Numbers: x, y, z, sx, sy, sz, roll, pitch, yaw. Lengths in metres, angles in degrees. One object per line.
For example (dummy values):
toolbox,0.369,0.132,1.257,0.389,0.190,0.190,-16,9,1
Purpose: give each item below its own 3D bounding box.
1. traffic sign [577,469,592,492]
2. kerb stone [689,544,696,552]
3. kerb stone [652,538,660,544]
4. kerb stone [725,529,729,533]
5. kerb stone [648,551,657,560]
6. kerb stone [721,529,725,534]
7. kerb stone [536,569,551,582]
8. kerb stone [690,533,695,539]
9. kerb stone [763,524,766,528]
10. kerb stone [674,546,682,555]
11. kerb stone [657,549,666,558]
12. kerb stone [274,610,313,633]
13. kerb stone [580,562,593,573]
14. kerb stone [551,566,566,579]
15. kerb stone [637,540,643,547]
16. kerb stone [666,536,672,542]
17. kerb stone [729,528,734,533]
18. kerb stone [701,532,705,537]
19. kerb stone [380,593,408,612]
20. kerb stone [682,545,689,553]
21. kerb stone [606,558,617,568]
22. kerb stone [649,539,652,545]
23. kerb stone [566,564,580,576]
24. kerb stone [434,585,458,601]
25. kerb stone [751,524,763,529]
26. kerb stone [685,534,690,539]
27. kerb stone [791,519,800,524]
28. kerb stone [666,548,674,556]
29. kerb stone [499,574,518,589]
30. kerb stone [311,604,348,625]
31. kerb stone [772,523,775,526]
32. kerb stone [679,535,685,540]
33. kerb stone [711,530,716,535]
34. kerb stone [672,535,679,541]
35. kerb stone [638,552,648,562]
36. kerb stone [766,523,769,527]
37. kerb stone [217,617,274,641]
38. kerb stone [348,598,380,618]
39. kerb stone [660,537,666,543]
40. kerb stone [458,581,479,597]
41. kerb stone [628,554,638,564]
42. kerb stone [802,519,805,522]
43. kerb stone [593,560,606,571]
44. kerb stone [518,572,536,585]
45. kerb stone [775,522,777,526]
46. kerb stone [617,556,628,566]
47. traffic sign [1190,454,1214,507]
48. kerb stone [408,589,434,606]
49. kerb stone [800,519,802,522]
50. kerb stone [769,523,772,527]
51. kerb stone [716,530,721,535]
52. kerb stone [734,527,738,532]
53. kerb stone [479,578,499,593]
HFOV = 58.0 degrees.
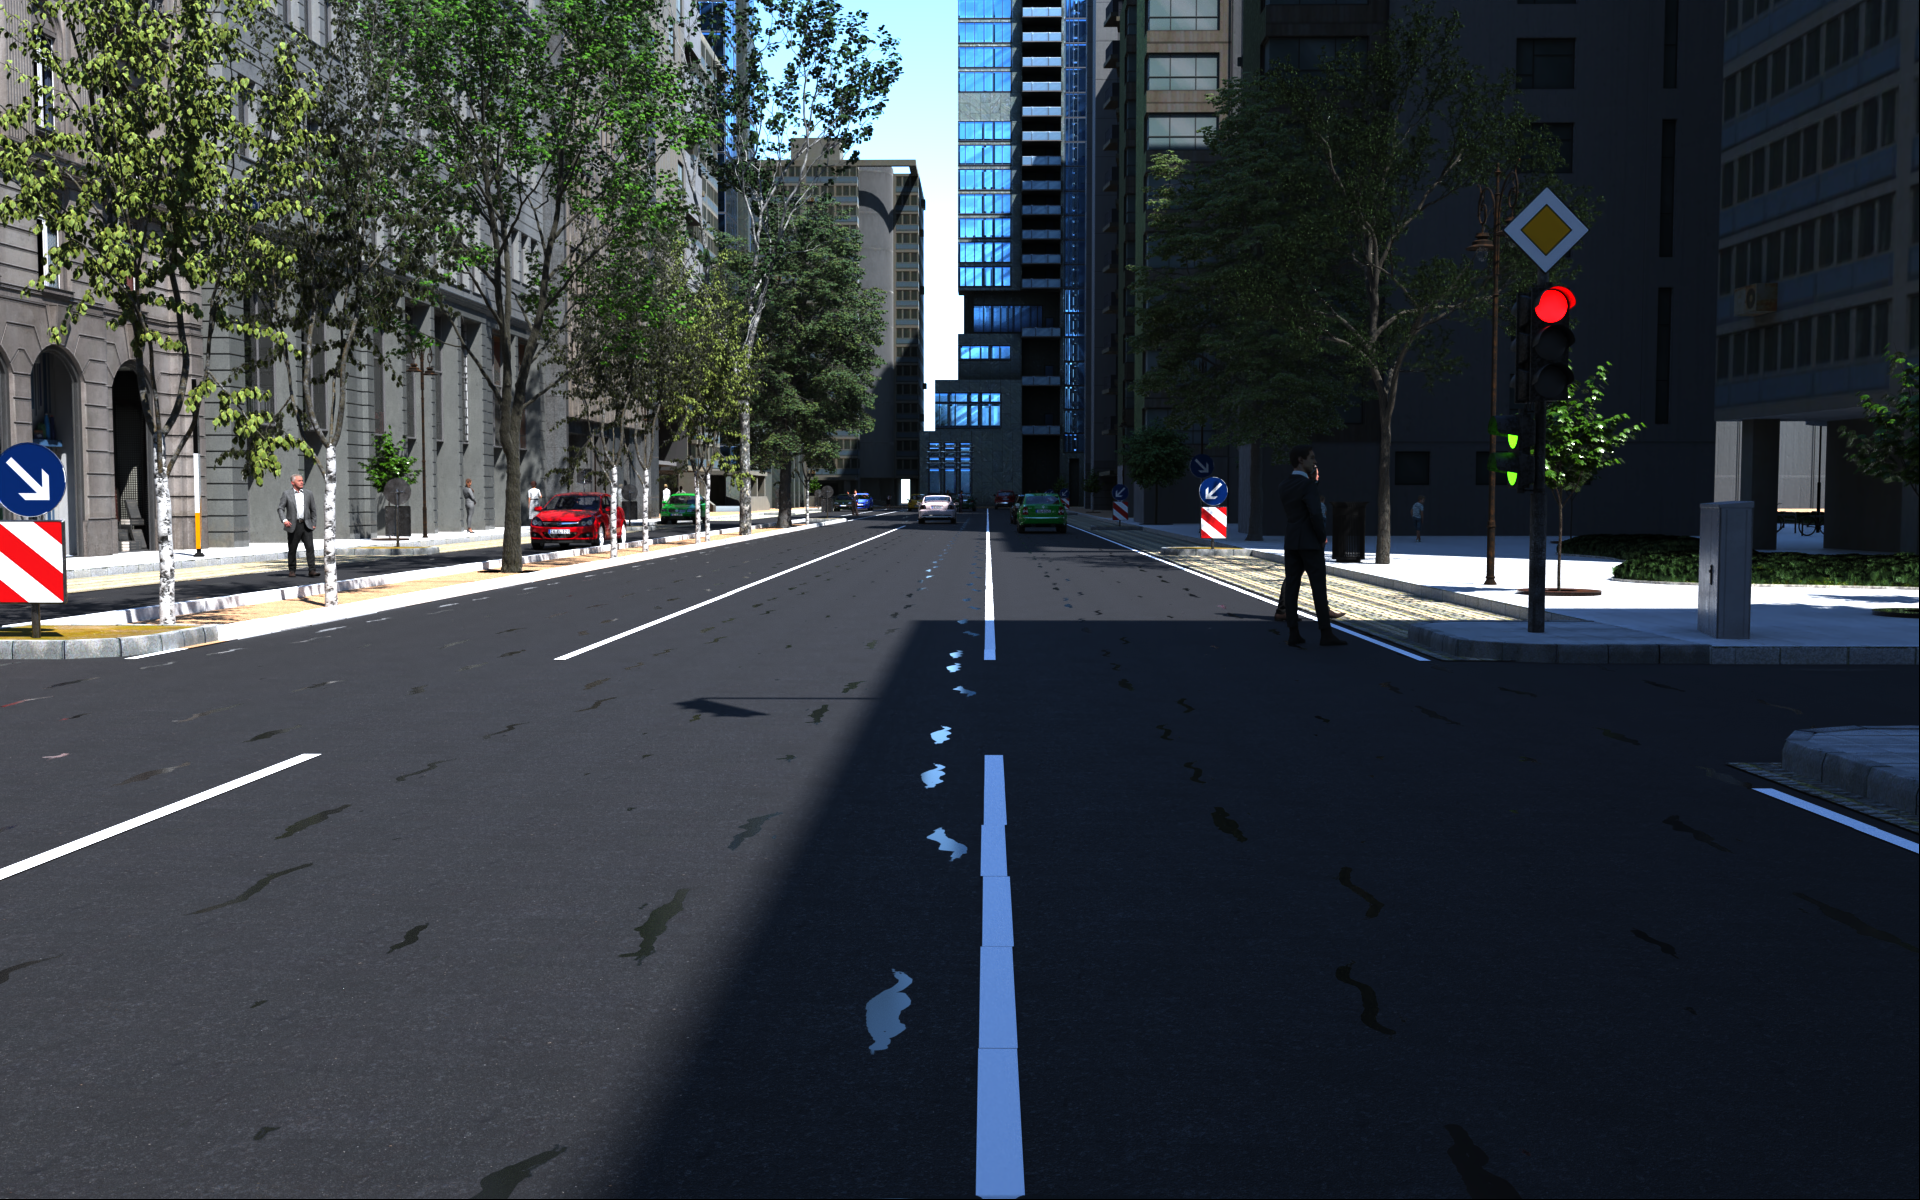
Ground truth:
traffic sign,-15.030,-4.110,69.325,0.606,2.300,0.079,0,4,4
kerb stone,-6.758,-1.272,42.985,0.120,0.150,1.000,0,4,1
kerb stone,-8.758,-1.647,49.171,0.120,0.150,1.000,0,4,1
kerb stone,-8.554,-2.465,62.515,0.120,0.150,1.000,0,4,1
kerb stone,-6.837,-0.955,37.856,0.120,0.150,1.000,0,4,1
kerb stone,-8.566,-2.403,61.488,0.120,0.150,1.000,0,4,1
kerb stone,-6.987,-0.389,28.639,0.120,0.150,1.000,0,4,1
kerb stone,-8.662,-2.026,55.345,0.120,0.150,1.000,0,4,1
kerb stone,-8.389,-3.090,72.755,0.120,0.150,1.000,0,4,1
kerb stone,-6.790,-1.146,40.940,0.120,0.150,1.000,0,4,1
kerb stone,-6.818,-1.021,38.886,0.120,0.150,1.000,0,4,1
kerb stone,-7.144,0.242,18.364,0.120,0.150,1.000,0,4,1
kerb stone,-6.938,-0.582,31.718,0.120,0.150,1.000,0,4,1
kerb stone,-6.967,-0.457,29.672,0.120,0.150,1.000,0,4,1
kerb stone,-8.792,-1.521,47.122,0.120,0.150,1.000,0,4,1
kerb stone,-8.732,-1.776,51.238,0.120,0.150,1.000,0,4,1
kerb stone,-8.533,-2.529,63.545,0.120,0.150,1.000,0,4,1
kerb stone,-8.629,-2.153,57.390,0.120,0.150,1.000,0,4,1
kerb stone,-7.096,0.046,21.449,0.120,0.150,1.000,0,4,1
kerb stone,-6.771,-1.208,41.963,0.120,0.150,1.000,0,4,1
kerb stone,-6.904,-0.701,33.763,0.120,0.150,1.000,0,4,1
kerb stone,-8.783,-1.587,48.149,0.120,0.150,1.000,0,4,1
kerb stone,-6.957,-0.517,30.696,0.120,0.150,1.000,0,4,1
kerb stone,-7.066,-0.079,23.502,0.120,0.150,1.000,0,4,1
kerb stone,-8.406,-3.030,71.733,0.120,0.150,1.000,0,4,1
kerb stone,-8.678,-1.965,54.317,0.120,0.150,1.000,0,4,1
kerb stone,-8.179,-3.905,86.079,0.120,0.150,1.000,0,4,1
kerb stone,-6.806,-1.083,39.909,0.120,0.150,1.000,0,4,1
kerb stone,-7.015,-0.263,26.586,0.120,0.150,1.000,0,4,1
kerb stone,-7.126,0.171,19.398,0.120,0.150,1.000,0,4,1
kerb stone,-8.343,-3.281,75.833,0.120,0.150,1.000,0,4,1
kerb stone,-8.691,-1.902,53.295,0.120,0.150,1.000,0,4,1
kerb stone,-8.605,-2.276,59.435,0.120,0.150,1.000,0,4,1
kerb stone,-8.713,-1.838,52.272,0.120,0.150,1.000,0,4,1
kerb stone,-6.858,-0.895,36.834,0.120,0.150,1.000,0,4,1
kerb stone,-8.370,-3.155,73.777,0.120,0.150,1.000,0,4,1
kerb stone,-7.159,0.297,17.335,0.120,0.150,1.000,0,4,1
kerb stone,-7.109,0.108,20.423,0.120,0.150,1.000,0,4,1
kerb stone,-8.744,-1.713,50.201,0.120,0.150,1.000,0,4,1
kerb stone,-7.051,-0.143,24.536,0.120,0.150,1.000,0,4,1
kerb stone,-6.876,-0.826,35.807,0.120,0.150,1.000,0,4,1
kerb stone,-8.151,-4.030,88.128,0.120,0.150,1.000,0,4,1
kerb stone,-6.920,-0.644,32.740,0.120,0.150,1.000,0,4,1
kerb stone,-7.001,-0.332,27.617,0.120,0.150,1.000,0,4,1
kerb stone,-8.327,-3.343,76.857,0.120,0.150,1.000,0,4,1
kerb stone,-6.884,-0.767,34.785,0.120,0.150,1.000,0,4,1
traffic sign,7.670,-3.357,54.987,0.768,2.556,0.104,0,4,2
kerb stone,-7.086,-0.017,22.474,0.120,0.150,1.000,0,4,1
kerb stone,-8.167,-3.961,87.101,0.120,0.150,1.000,0,4,1
kerb stone,-8.361,-3.218,74.804,0.120,0.150,1.000,0,4,1
kerb stone,-8.580,-2.341,60.463,0.120,0.150,1.000,0,4,1
kerb stone,-8.519,-2.592,64.567,0.120,0.150,1.000,0,4,1
kerb stone,-7.036,-0.203,25.558,0.120,0.150,1.000,0,4,1
